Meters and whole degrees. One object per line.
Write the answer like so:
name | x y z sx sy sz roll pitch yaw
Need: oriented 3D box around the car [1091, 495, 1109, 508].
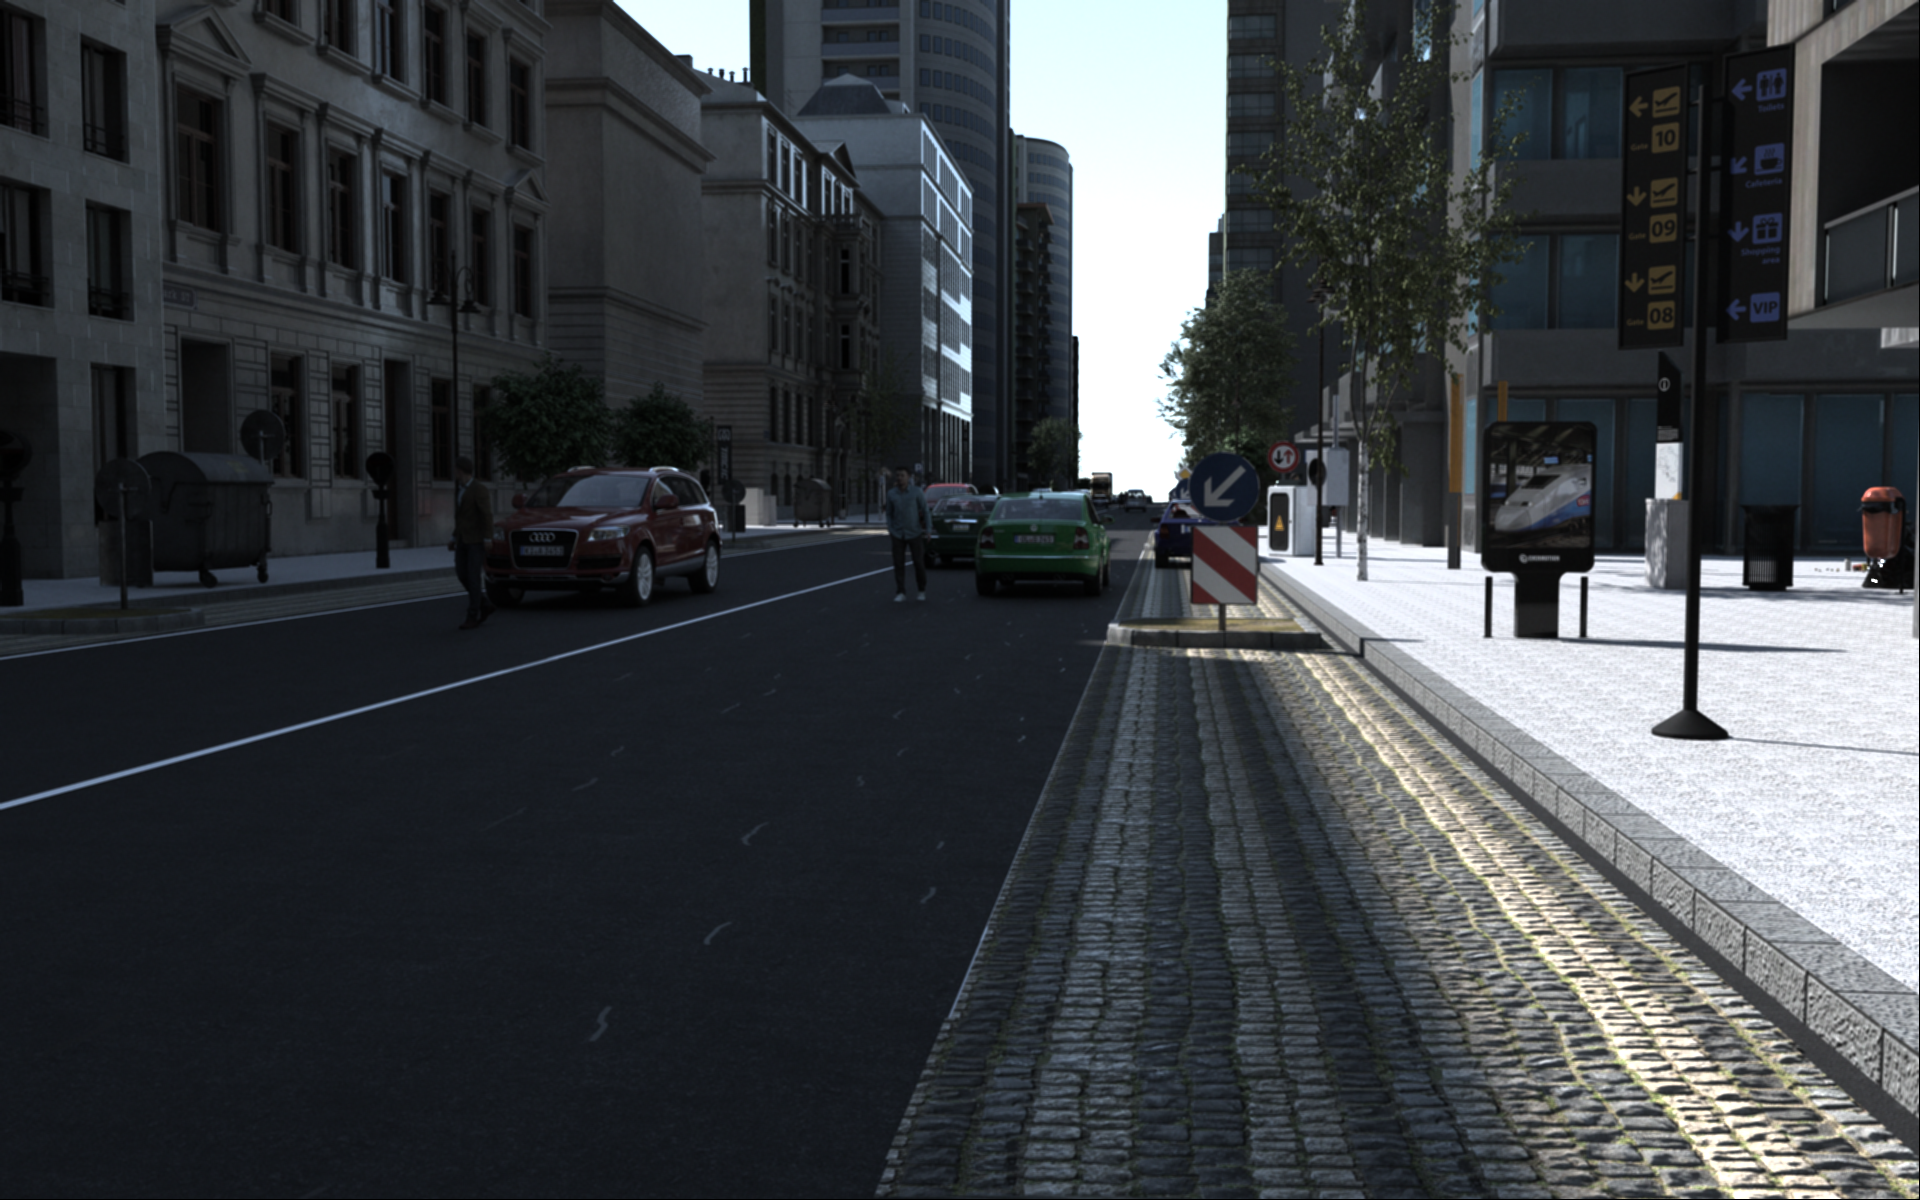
car | 14.123 -9.935 175.010 1.945 1.354 3.894 0 4 5

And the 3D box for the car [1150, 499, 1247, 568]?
car | 4.768 -1.345 34.565 1.945 1.354 3.894 0 4 7

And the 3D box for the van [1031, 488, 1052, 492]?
van | 5.714 -7.064 122.500 2.013 2.044 4.112 0 4 8

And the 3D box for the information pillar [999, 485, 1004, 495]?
information pillar | 3.313 -8.106 137.031 0.304 2.012 0.304 2 4 26

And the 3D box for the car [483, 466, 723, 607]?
car | -4.768 -0.920 23.710 2.281 1.827 5.304 0 4 7

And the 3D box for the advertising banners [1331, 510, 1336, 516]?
advertising banners | 21.503 -6.305 99.275 2.074 3.025 0.090 3 5 41

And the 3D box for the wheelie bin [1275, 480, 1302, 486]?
wheelie bin | 7.275 -1.867 38.435 0.693 1.594 0.980 -3 5 -45

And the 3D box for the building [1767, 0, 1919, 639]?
building | 13.421 -20.002 10.626 14.154 41.232 14.086 0 4 7

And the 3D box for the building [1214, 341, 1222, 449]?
building | 44.465 -22.163 207.408 27.650 21.520 28.899 0 4 7

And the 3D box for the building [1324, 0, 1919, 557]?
building | 22.135 -26.177 47.611 23.786 49.044 30.456 0 4 7

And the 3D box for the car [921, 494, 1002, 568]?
car | 0.310 -1.420 35.023 2.131 1.459 4.920 0 4 7

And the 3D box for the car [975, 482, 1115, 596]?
car | 1.304 -1.046 25.892 1.959 1.807 4.718 0 4 8

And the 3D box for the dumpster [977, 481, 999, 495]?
dumpster | 2.075 -7.843 130.734 1.502 2.255 1.985 0 4 7

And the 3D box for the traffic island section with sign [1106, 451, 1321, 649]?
traffic island section with sign | 2.444 -0.508 16.927 1.989 1.847 2.006 0 4 7

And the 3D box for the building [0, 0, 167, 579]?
building | -19.281 -10.136 20.470 10.420 20.320 16.860 0 4 7

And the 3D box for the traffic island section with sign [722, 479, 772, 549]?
traffic island section with sign | -6.040 -2.262 45.618 1.989 1.847 2.006 0 4 7

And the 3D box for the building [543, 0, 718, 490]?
building | -22.048 -13.462 61.898 24.055 21.916 13.314 0 4 7

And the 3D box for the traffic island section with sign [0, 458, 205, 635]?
traffic island section with sign | -9.275 -0.603 18.493 1.989 1.847 2.006 0 4 7

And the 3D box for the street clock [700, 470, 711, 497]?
street clock | -7.725 -2.935 52.565 0.358 2.002 0.471 0 4 3

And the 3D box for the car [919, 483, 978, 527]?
car | -0.379 -3.184 60.726 2.281 1.827 5.304 1 4 8

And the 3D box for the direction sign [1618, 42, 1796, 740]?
direction sign | 3.879 -1.046 9.103 0.379 3.537 0.876 -3 5 -44

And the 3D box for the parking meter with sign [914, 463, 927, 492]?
parking meter with sign | -2.149 -6.177 97.251 0.543 3.016 1.738 -1 4 -14

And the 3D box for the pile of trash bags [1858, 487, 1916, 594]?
pile of trash bags | 13.081 -0.826 23.258 3.447 1.369 1.912 -3 4 -37

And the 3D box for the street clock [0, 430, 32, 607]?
street clock | -10.854 -0.929 19.764 0.471 2.002 0.358 0 4 -8

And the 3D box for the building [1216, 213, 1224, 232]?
building | 53.124 -41.119 291.906 23.786 49.044 30.456 0 4 7

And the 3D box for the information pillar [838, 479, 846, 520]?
information pillar | -5.907 -5.032 86.768 0.304 2.012 0.304 -2 4 -26

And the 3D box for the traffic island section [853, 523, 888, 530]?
traffic island section | -3.098 -2.927 70.143 2.009 0.180 2.903 0 4 7

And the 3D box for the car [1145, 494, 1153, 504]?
car | 28.232 -15.288 261.963 2.014 1.417 4.499 0 4 8

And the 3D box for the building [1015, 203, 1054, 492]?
building | 2.253 -36.673 254.233 22.147 44.769 28.867 0 4 7

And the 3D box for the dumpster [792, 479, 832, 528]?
dumpster | -5.694 -3.721 66.595 1.264 1.857 1.865 0 4 7

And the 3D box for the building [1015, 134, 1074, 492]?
building | 7.171 -45.328 283.108 21.231 58.520 28.212 0 4 7

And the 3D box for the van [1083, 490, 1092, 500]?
van | 11.695 -9.730 166.090 2.013 2.044 4.112 0 4 8

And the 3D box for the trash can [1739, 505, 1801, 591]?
trash can | 10.764 -0.697 23.053 0.748 1.137 0.748 0 3 0

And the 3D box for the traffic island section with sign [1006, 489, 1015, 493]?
traffic island section with sign | 3.708 -7.238 126.967 1.989 1.847 2.006 0 4 7

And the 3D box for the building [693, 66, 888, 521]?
building | -12.354 -17.112 98.863 14.460 24.649 34.723 0 4 7

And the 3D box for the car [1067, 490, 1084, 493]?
car | 10.438 -9.102 157.491 2.281 1.827 5.304 0 4 8

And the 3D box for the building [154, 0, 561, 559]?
building | -17.949 -12.472 40.081 11.583 22.565 21.152 0 4 7

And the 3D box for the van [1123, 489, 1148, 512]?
van | 14.169 -8.109 139.588 2.013 2.044 4.112 0 4 7

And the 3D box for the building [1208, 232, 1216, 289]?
building | 45.655 -35.905 270.648 14.154 41.232 14.086 0 4 7

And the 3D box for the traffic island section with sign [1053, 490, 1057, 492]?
traffic island section with sign | 9.687 -10.303 177.082 1.989 1.847 2.006 0 4 7

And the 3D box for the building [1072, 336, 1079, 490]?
building | 13.585 -32.614 304.943 14.160 30.474 14.107 0 4 7

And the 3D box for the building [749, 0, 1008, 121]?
building | -7.130 -38.258 167.516 21.231 58.520 28.212 0 4 7

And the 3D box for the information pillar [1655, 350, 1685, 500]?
information pillar | 11.500 -2.248 28.115 0.183 3.616 0.504 -2 4 -25

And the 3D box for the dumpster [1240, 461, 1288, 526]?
dumpster | 9.060 -3.042 52.232 1.502 2.255 1.985 0 4 7

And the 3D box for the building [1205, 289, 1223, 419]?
building | 41.305 -28.827 243.014 14.160 30.474 14.107 0 4 7

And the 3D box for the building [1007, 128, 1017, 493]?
building | -1.460 -30.896 188.738 14.154 41.232 14.086 0 4 7

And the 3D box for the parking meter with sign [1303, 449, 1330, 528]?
parking meter with sign | 13.785 -4.313 66.786 0.543 3.016 1.738 -1 4 -10

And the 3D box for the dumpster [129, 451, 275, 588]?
dumpster | -10.625 -1.131 24.255 1.264 1.857 1.865 0 4 7

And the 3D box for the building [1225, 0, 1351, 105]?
building | 25.424 -26.729 120.615 14.154 41.232 14.086 0 4 7

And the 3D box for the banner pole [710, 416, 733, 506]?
banner pole | -7.673 -3.993 55.300 0.863 3.779 0.401 -1 4 -13

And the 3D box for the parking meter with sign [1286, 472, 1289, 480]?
parking meter with sign | 17.468 -6.153 96.869 1.738 3.016 0.543 0 4 -5

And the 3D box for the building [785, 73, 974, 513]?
building | -6.141 -21.601 130.670 11.434 29.767 29.804 0 4 7

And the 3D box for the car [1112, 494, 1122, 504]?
car | 21.895 -14.234 242.504 2.009 1.686 4.222 0 4 6

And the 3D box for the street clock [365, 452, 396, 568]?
street clock | -9.985 -1.550 29.914 0.471 2.002 0.358 0 4 -5

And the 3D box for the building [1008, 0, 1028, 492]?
building | -2.405 -46.989 206.520 20.563 71.187 20.611 0 4 7
